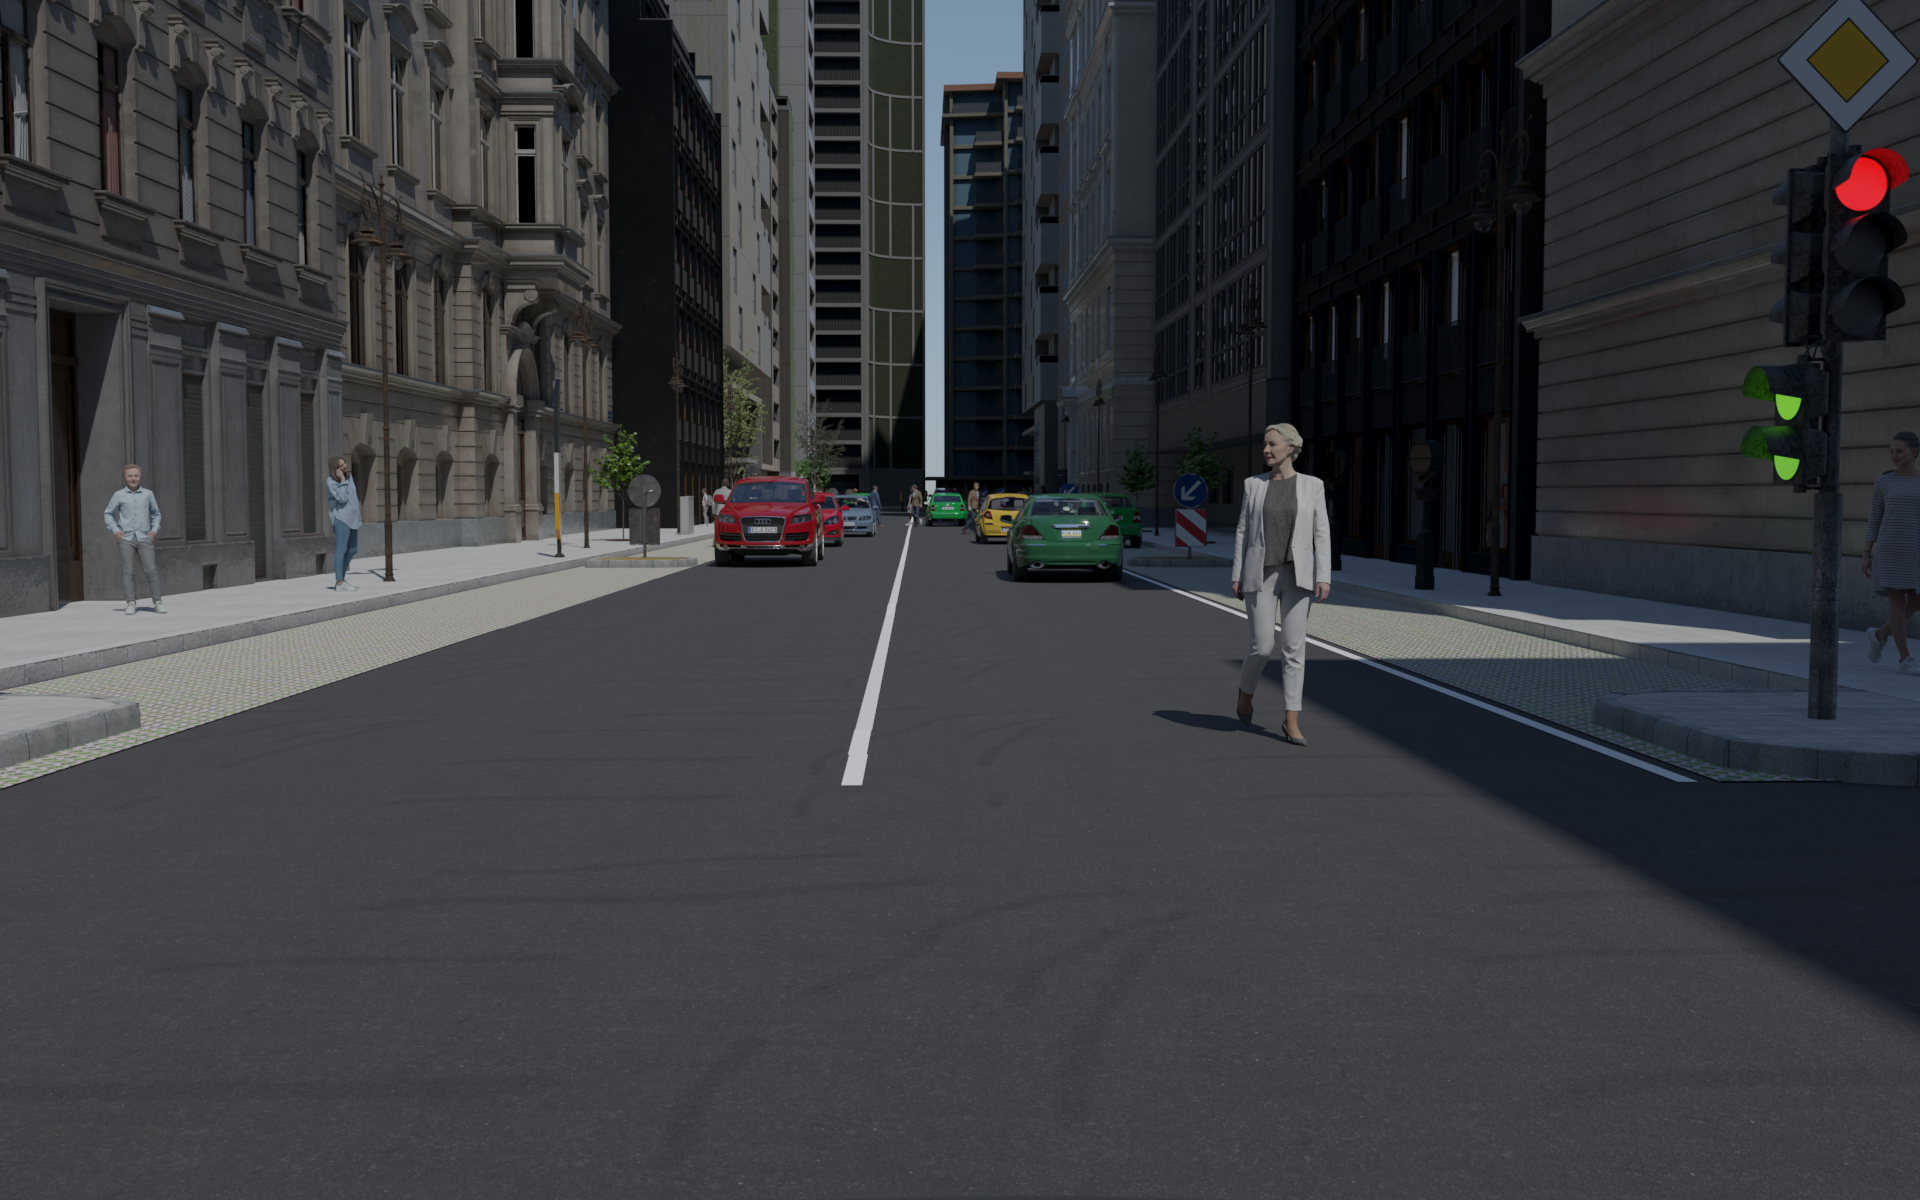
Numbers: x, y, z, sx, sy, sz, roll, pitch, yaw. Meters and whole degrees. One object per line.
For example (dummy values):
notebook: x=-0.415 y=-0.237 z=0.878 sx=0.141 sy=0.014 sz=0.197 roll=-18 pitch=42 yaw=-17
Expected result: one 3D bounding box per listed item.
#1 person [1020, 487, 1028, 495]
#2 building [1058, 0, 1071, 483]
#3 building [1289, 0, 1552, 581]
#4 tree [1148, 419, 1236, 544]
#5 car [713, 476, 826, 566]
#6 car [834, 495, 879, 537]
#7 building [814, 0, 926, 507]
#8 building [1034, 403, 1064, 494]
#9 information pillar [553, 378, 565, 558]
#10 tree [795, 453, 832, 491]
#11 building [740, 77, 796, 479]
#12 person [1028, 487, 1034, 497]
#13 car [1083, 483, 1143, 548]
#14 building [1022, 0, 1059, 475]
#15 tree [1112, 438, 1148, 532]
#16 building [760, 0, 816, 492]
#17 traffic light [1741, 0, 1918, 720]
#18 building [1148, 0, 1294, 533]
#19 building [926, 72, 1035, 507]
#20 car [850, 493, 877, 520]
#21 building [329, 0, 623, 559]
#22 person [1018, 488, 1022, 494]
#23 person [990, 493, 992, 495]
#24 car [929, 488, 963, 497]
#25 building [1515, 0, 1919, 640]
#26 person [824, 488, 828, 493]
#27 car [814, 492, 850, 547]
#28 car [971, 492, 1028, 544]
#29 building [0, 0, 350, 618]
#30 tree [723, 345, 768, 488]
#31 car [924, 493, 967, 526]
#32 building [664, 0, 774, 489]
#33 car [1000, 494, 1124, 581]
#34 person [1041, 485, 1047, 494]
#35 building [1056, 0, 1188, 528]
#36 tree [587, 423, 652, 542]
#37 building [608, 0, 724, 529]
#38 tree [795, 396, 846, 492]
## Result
person: x=4.786 y=-7.581 z=129.995 sx=1.348 sy=1.823 sz=0.705 roll=3 pitch=5 yaw=42
building: x=12.828 y=-27.134 z=93.748 sx=14.600 sy=45.320 sz=14.200 roll=0 pitch=4 yaw=-1
building: x=14.163 y=-12.433 z=32.955 sx=12.332 sy=23.373 sz=15.834 roll=0 pitch=4 yaw=-1
tree: x=6.099 y=-3.074 z=44.854 sx=1.663 sy=3.219 sz=1.824 roll=0 pitch=3 yaw=0
car: x=-3.903 y=-1.670 z=35.980 sx=2.281 sy=1.827 sz=5.304 roll=0 pitch=4 yaw=-2
car: x=-3.776 y=-2.889 z=59.244 sx=2.014 sy=1.417 sz=4.499 roll=0 pitch=4 yaw=-1
building: x=-13.873 y=-45.254 z=178.154 sx=20.611 sy=71.187 sz=20.563 roll=0 pitch=4 yaw=-1
building: x=17.255 y=-49.109 z=115.599 sx=22.319 sy=86.520 sz=31.000 roll=0 pitch=4 yaw=-1
information pillar: x=-8.117 y=-2.666 z=34.948 sx=0.183 sy=3.616 sz=0.504 roll=0 pitch=4 yaw=-7
tree: x=-11.695 y=-9.317 z=136.049 sx=4.285 sy=4.588 sz=4.351 roll=0 pitch=3 yaw=0
building: x=-18.969 y=-21.307 z=120.068 sx=14.160 sy=30.474 sz=14.107 roll=0 pitch=4 yaw=-1
person: x=5.085 y=-7.145 z=123.413 sx=0.434 sy=1.755 sz=0.990 roll=-2 pitch=4 yaw=-26
car: x=3.841 y=-2.351 z=47.230 sx=1.959 sy=1.807 sz=4.718 roll=0 pitch=4 yaw=-3
building: x=19.433 y=-34.046 z=145.883 sx=28.713 sy=52.752 sz=27.495 roll=0 pitch=4 yaw=-1
tree: x=5.902 y=-3.921 z=58.716 sx=1.663 sy=3.219 sz=1.824 roll=0 pitch=3 yaw=0
building: x=-26.643 y=-37.013 z=147.161 sx=28.212 sy=58.520 sz=21.231 roll=0 pitch=4 yaw=-1
traffic light: x=4.915 y=-1.277 z=9.798 sx=0.839 sy=4.253 sz=0.868 roll=0 pitch=4 yaw=-1
building: x=14.395 y=-15.872 z=53.009 sx=14.314 sy=27.812 sz=24.014 roll=0 pitch=4 yaw=-1
building: x=10.830 y=-32.176 z=180.704 sx=28.867 sy=44.769 sz=22.147 roll=0 pitch=4 yaw=-1
car: x=-5.409 y=-5.273 z=95.010 sx=1.959 sy=1.807 sz=4.718 roll=0 pitch=4 yaw=-3
building: x=-17.370 y=-13.867 z=45.803 sx=14.460 sy=24.649 sz=34.723 roll=0 pitch=4 yaw=-1
person: x=4.554 y=-7.755 z=133.540 sx=0.721 sy=1.736 sz=1.217 roll=2 pitch=4 yaw=32
person: x=3.078 y=-9.198 z=159.615 sx=0.799 sy=1.438 sz=0.628 roll=0 pitch=4 yaw=-8
car: x=-0.919 y=-6.406 z=113.407 sx=2.281 sy=1.827 sz=5.304 roll=0 pitch=4 yaw=-1
building: x=25.293 y=-12.152 z=17.763 sx=34.723 sy=24.649 sz=14.460 roll=0 pitch=4 yaw=-1
person: x=-11.869 y=-9.086 z=154.231 sx=1.348 sy=1.869 sz=0.705 roll=0 pitch=4 yaw=8
car: x=-4.158 y=-2.409 z=48.421 sx=2.155 sy=1.783 sz=4.494 roll=0 pitch=4 yaw=-3
car: x=1.356 y=-2.480 z=50.773 sx=2.015 sy=1.641 sz=3.980 roll=0 pitch=4 yaw=-3
building: x=-14.635 y=-10.401 z=19.204 sx=9.793 sy=20.994 sz=18.267 roll=0 pitch=4 yaw=-1
tree: x=-10.907 y=-8.074 z=82.366 sx=4.737 sy=8.622 sz=4.395 roll=0 pitch=3 yaw=0
car: x=-0.635 y=-4.232 z=77.993 sx=1.959 sy=1.807 sz=4.718 roll=0 pitch=4 yaw=-3
building: x=-25.150 y=-31.115 z=97.970 sx=28.713 sy=52.752 sz=27.495 roll=0 pitch=4 yaw=-1
car: x=1.769 y=-1.113 z=29.988 sx=2.131 sy=1.459 sz=4.920 roll=0 pitch=4 yaw=0
person: x=5.164 y=-6.266 z=108.454 sx=0.705 sy=1.831 sz=1.348 roll=3 pitch=4 yaw=39
building: x=11.746 y=-17.678 z=74.947 sx=13.634 sy=28.700 sz=20.117 roll=0 pitch=4 yaw=-1
tree: x=-9.216 y=-3.226 z=47.354 sx=1.663 sy=3.219 sz=1.824 roll=0 pitch=3 yaw=0
building: x=-16.826 y=-14.774 z=71.225 sx=12.332 sy=23.373 sz=15.834 roll=0 pitch=4 yaw=-1
tree: x=-10.817 y=-11.060 z=131.193 sx=4.360 sy=8.622 sz=3.978 roll=0 pitch=3 yaw=0
